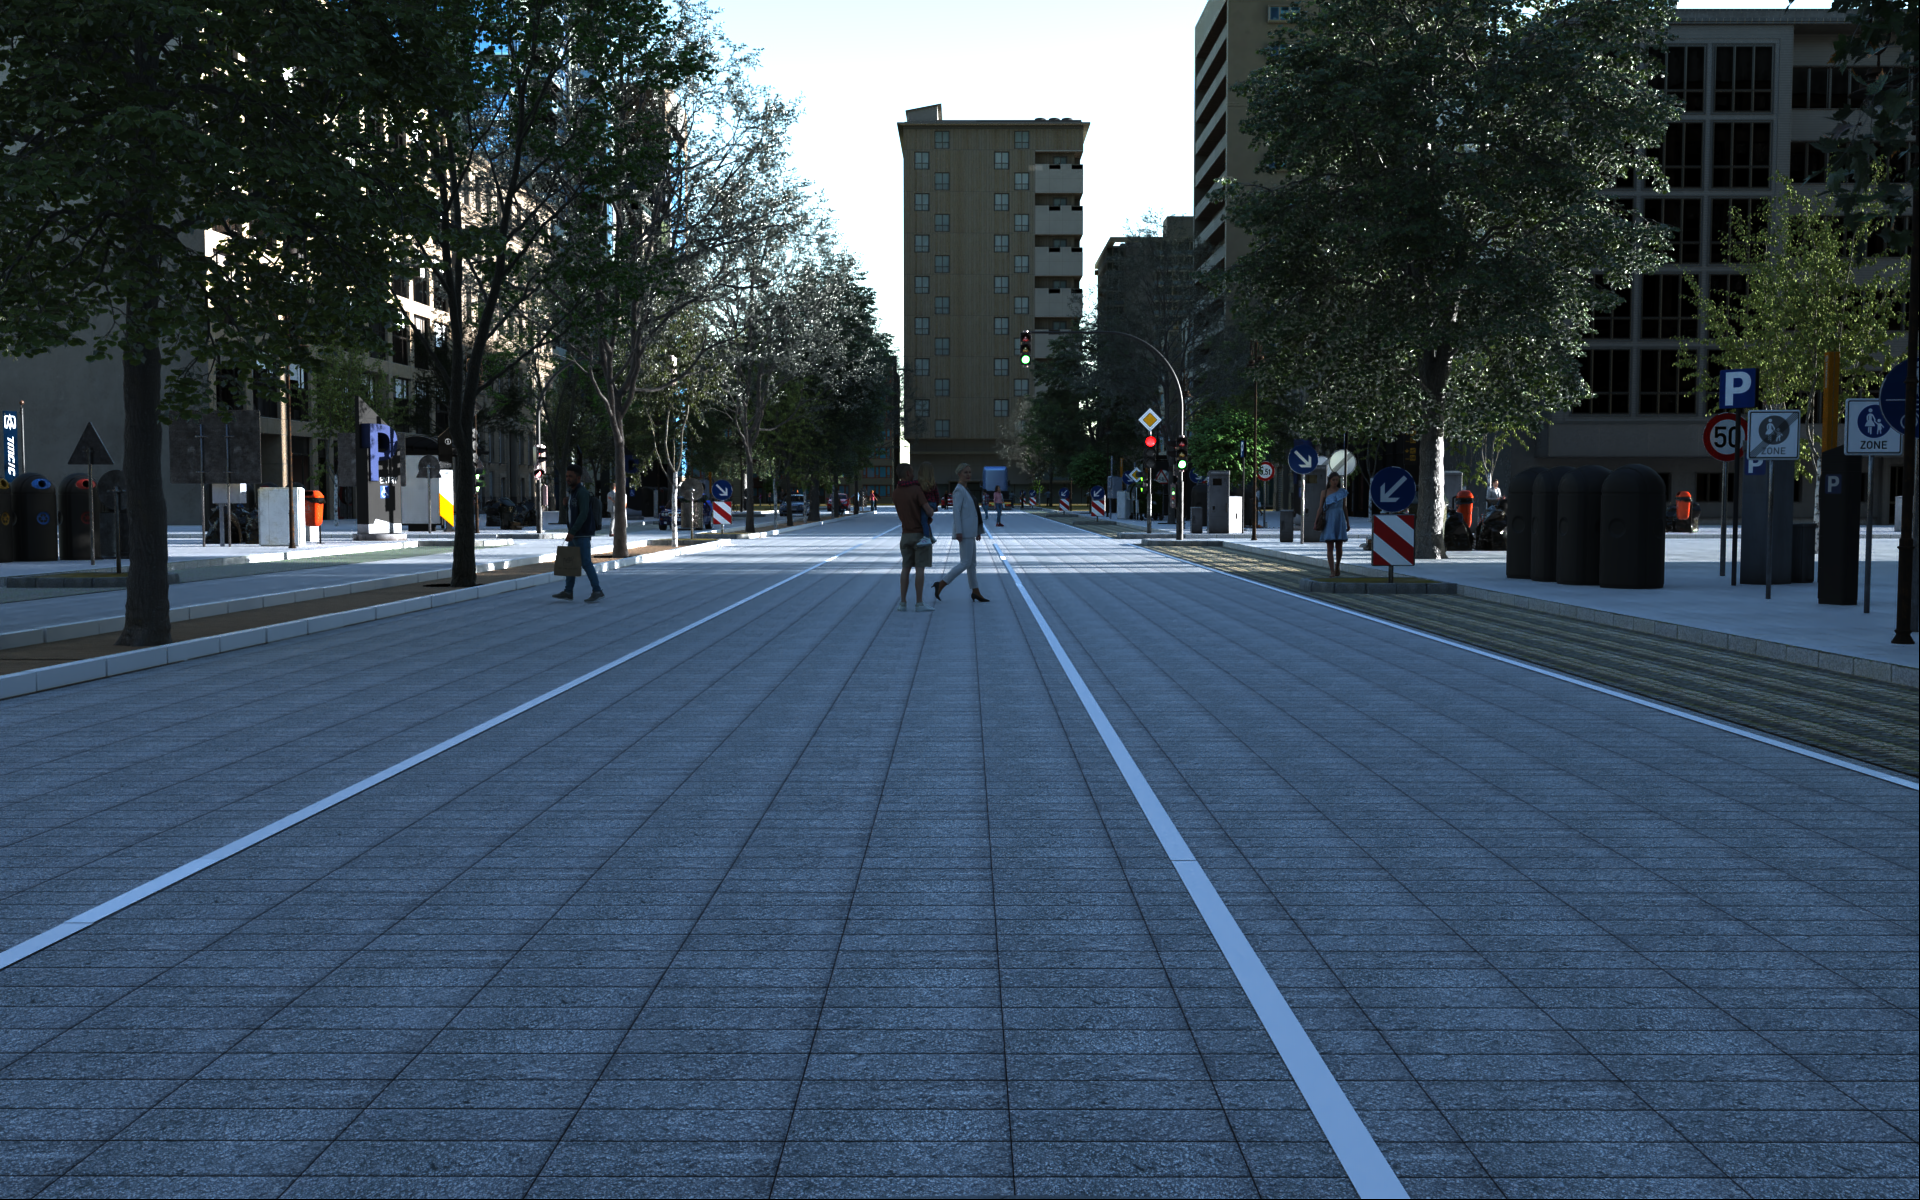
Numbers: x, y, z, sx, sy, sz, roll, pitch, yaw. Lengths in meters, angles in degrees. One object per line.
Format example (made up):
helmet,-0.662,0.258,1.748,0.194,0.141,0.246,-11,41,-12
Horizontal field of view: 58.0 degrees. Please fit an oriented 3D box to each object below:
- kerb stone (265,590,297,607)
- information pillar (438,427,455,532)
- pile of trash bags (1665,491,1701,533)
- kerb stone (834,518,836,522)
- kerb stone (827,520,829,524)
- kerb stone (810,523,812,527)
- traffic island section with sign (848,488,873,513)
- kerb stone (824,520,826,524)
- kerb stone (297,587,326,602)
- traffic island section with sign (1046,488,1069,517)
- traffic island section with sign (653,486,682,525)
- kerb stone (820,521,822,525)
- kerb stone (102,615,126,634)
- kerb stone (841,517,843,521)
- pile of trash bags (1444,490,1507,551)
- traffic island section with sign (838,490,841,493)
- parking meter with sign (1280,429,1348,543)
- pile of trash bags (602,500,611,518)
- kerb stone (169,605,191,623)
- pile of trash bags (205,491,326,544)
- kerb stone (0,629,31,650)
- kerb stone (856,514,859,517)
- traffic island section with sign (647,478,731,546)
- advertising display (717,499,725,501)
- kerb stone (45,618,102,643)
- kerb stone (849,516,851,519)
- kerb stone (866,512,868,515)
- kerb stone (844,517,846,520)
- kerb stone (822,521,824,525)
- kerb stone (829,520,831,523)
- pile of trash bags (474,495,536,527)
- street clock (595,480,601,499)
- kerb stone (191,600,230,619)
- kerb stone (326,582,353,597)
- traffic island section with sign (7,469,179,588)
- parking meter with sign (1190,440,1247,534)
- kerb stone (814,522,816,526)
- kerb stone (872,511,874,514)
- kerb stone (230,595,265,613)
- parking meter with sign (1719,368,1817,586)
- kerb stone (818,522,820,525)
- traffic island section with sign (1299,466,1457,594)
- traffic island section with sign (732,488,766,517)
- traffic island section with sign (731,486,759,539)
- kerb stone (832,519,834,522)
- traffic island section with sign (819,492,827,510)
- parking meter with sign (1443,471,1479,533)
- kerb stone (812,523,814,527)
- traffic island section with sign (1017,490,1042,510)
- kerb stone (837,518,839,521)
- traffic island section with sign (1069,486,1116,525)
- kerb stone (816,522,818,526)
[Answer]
kerb stone,-8.794,-0.001,22.230,0.120,0.150,1.000,0,4,0
information pillar,-17.473,-4.130,58.885,0.504,3.616,0.183,-3,4,-37
pile of trash bags,23.831,-2.951,58.008,1.912,1.369,3.447,0,4,7
kerb stone,-6.500,-3.976,87.354,0.120,0.150,1.000,0,4,0
kerb stone,-6.501,-3.734,83.245,0.120,0.150,1.000,0,4,0
kerb stone,-6.538,-3.168,73.998,0.120,0.150,1.000,0,4,0
traffic island section with sign,-7.410,-7.536,131.350,2.006,1.907,1.989,0,4,0
kerb stone,-6.509,-3.608,81.191,0.120,0.150,1.000,0,4,0
kerb stone,-8.791,-0.065,23.252,0.120,0.150,1.000,0,4,0
traffic island section with sign,6.352,-6.082,108.063,1.989,1.847,2.006,0,4,0
traffic island section with sign,-13.349,-4.474,81.784,1.989,1.847,2.006,0,4,0
kerb stone,-6.520,-3.481,79.142,0.120,0.150,1.000,0,4,0
kerb stone,-8.804,0.251,18.100,0.120,0.150,1.000,0,4,0
kerb stone,-6.486,-4.298,92.470,0.120,0.150,1.000,0,4,0
pile of trash bags,11.904,-1.888,40.622,1.912,1.369,3.447,1,4,12
traffic island section with sign,-13.035,-10.822,185.567,1.989,1.847,2.006,0,4,0
parking meter with sign,9.385,-3.040,45.971,1.738,3.016,0.543,1,4,10
pile of trash bags,-19.400,-5.129,93.605,1.912,1.369,3.447,3,4,36
kerb stone,-8.798,0.190,19.122,0.120,0.150,1.000,0,4,0
pile of trash bags,-17.985,-2.165,45.145,3.447,1.369,1.912,1,4,20
kerb stone,-8.822,0.382,16.054,0.120,0.150,1.000,0,4,0
kerb stone,-6.444,-5.114,105.804,0.120,0.150,1.000,0,4,0
traffic island section with sign,-7.657,-2.487,48.804,2.006,1.907,1.989,0,4,0
advertising display,-15.565,-6.679,114.417,0.974,1.923,0.123,-2,4,-34
kerb stone,-8.801,0.313,17.078,0.120,0.150,1.000,0,4,0
kerb stone,-6.468,-4.675,98.624,0.120,0.150,1.000,0,4,0
kerb stone,-6.415,-5.740,116.057,0.120,0.150,1.000,0,4,0
kerb stone,-6.474,-4.423,94.518,0.120,0.150,1.000,0,4,0
kerb stone,-6.524,-3.545,80.164,0.120,0.150,1.000,0,4,0
kerb stone,-6.509,-3.797,84.279,0.120,0.150,1.000,0,4,0
pile of trash bags,-18.526,-3.644,69.337,3.447,1.369,1.912,1,4,19
street clock,-18.758,-5.217,89.869,0.358,2.002,0.471,-1,4,-14
kerb stone,-8.798,0.125,20.155,0.120,0.150,1.000,0,4,0
kerb stone,-8.784,-0.120,24.274,0.120,0.150,1.000,0,4,0
traffic island section with sign,-13.505,-1.139,27.258,1.989,1.847,2.006,0,4,0
parking meter with sign,8.397,-3.677,56.387,1.738,3.016,0.543,0,4,-1
kerb stone,-6.527,-3.294,76.058,0.120,0.150,1.000,0,4,0
kerb stone,-6.393,-6.180,123.234,0.120,0.150,1.000,0,4,0
kerb stone,-8.797,0.062,21.189,0.120,0.150,1.000,0,4,0
parking meter with sign,11.539,-1.737,24.656,1.738,3.016,0.543,-2,4,-34
kerb stone,-6.529,-3.420,78.111,0.120,0.150,1.000,0,4,0
traffic island section with sign,6.104,-1.039,25.613,1.989,1.847,2.006,0,4,0
traffic island section with sign,-13.269,-6.134,108.912,1.989,1.847,2.006,0,4,0
traffic island section with sign,-7.625,-2.940,56.211,2.006,1.907,1.989,0,4,0
kerb stone,-6.502,-3.922,86.323,0.120,0.150,1.000,0,4,0
traffic island section with sign,-13.112,-9.173,158.612,1.989,1.847,2.006,0,4,0
parking meter with sign,16.030,-3.688,56.552,1.738,3.016,0.543,0,4,-3
kerb stone,-6.537,-3.231,75.028,0.120,0.150,1.000,0,4,0
traffic island section with sign,6.502,-9.152,158.264,1.989,1.847,2.006,0,4,0
kerb stone,-6.490,-4.110,89.402,0.120,0.150,1.000,0,4,0
traffic island section with sign,6.279,-4.433,81.108,1.989,1.847,2.006,0,4,0
kerb stone,-6.531,-3.357,77.080,0.120,0.150,1.000,0,4,0
